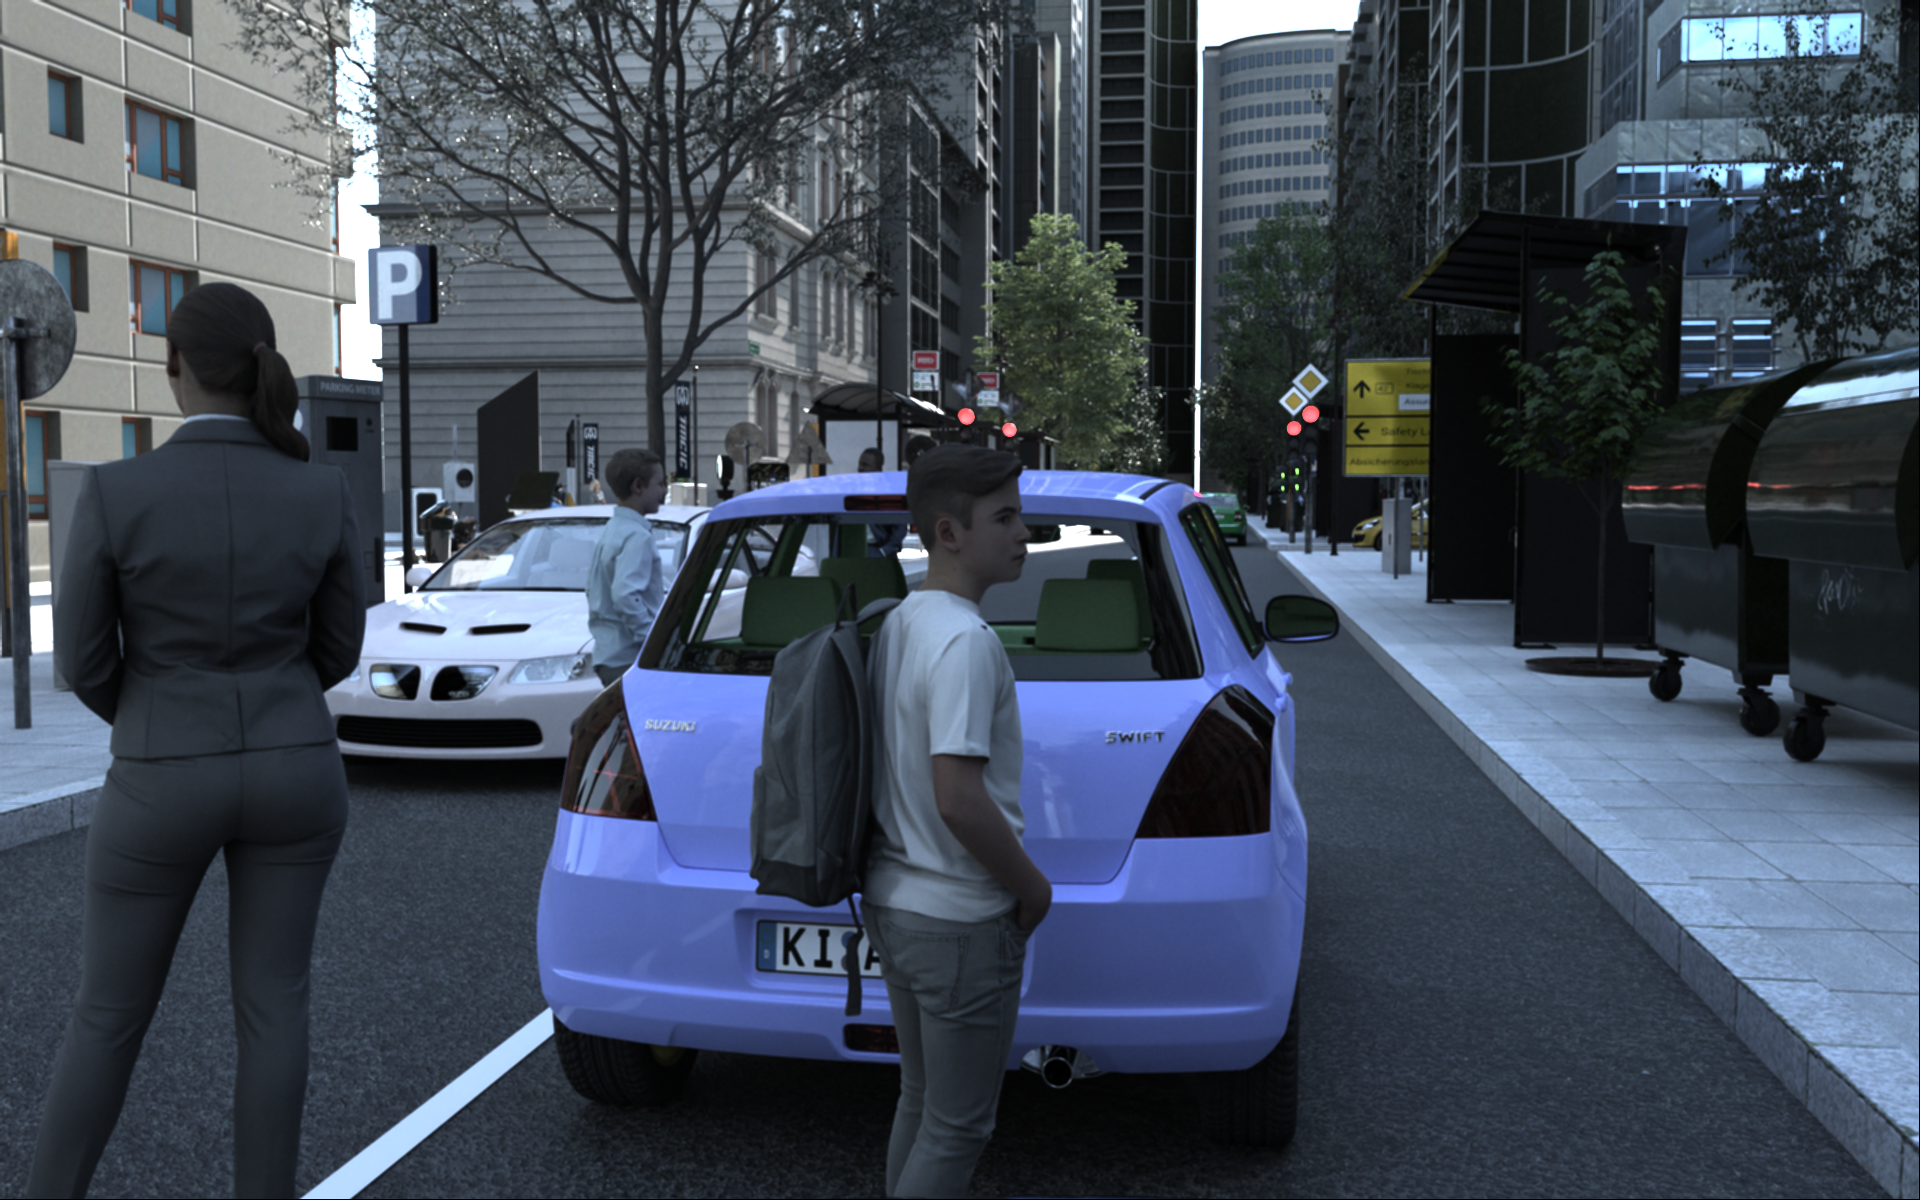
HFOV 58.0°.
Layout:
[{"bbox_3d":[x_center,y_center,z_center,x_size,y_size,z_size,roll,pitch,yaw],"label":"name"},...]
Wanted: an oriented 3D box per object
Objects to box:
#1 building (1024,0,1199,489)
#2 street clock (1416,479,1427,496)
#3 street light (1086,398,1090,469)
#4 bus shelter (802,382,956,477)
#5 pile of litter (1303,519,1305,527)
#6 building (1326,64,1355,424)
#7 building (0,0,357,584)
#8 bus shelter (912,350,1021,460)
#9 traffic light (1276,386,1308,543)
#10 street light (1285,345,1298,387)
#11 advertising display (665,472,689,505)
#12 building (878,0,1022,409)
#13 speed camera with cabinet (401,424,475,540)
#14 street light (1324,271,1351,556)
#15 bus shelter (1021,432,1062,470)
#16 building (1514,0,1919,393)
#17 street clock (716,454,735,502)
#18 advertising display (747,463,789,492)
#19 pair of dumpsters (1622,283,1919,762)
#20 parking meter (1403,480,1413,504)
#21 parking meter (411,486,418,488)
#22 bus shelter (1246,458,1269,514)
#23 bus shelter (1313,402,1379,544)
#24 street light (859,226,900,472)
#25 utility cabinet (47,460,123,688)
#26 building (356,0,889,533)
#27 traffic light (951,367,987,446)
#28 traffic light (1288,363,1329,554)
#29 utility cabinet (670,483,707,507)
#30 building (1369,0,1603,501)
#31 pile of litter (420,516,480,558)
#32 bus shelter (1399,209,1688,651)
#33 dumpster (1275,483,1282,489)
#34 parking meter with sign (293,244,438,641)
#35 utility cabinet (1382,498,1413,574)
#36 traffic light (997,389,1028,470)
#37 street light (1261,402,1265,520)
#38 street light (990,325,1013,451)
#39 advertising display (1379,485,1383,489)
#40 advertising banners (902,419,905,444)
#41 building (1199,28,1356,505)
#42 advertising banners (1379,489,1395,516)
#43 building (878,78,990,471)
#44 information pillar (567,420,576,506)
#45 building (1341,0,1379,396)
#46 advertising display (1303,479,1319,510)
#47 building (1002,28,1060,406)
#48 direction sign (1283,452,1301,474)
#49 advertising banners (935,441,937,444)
[{"bbox_3d":[19.830,-47.872,220.957,20.611,71.187,20.563,1,4,8],"label":"building"},{"bbox_3d":[21.868,-4.745,82.153,0.471,2.002,0.358,0,4,1],"label":"street clock"},{"bbox_3d":[5.935,-6.589,80.521,0.468,5.910,1.993,1,4,8],"label":"street light"},{"bbox_3d":[-1.474,-2.461,34.154,2.014,3.302,5.546,1,4,8],"label":"bus shelter"},{"bbox_3d":[13.183,-3.254,67.168,1.719,0.858,1.176,0,4,1],"label":"pile of litter"},{"bbox_3d":[44.951,-32.213,176.798,14.600,45.320,14.200,1,4,8],"label":"building"},{"bbox_3d":[-28.209,-10.841,22.288,28.899,21.520,27.650,1,4,8],"label":"building"},{"bbox_3d":[0.139,-4.483,50.930,2.179,5.291,8.768,1,4,8],"label":"bus shelter"},{"bbox_3d":[8.659,-3.438,45.130,0.839,4.253,0.868,1,4,8],"label":"traffic light"},{"bbox_3d":[10.326,-4.951,53.735,0.468,5.910,1.993,1,4,8],"label":"street light"},{"bbox_3d":[-8.376,-2.783,50.711,0.974,1.923,0.123,-3,5,-40],"label":"advertising display"},{"bbox_3d":[2.243,-45.327,179.352,20.611,71.187,20.563,1,4,8],"label":"building"},{"bbox_3d":[-14.663,-3.323,48.667,0.660,3.252,2.038,3,5,40],"label":"speed camera with cabinet"},{"bbox_3d":[7.821,-3.868,36.030,0.468,5.910,1.993,1,4,8],"label":"street light"},{"bbox_3d":[2.017,-5.012,59.574,2.179,5.291,8.768,1,4,9],"label":"bus shelter"},{"bbox_3d":[35.937,-45.644,58.946,31.000,86.520,22.319,1,4,8],"label":"building"},{"bbox_3d":[-4.242,-1.637,31.327,0.358,2.002,0.471,-1,4,-20],"label":"street clock"},{"bbox_3d":[-3.959,-1.871,35.810,0.974,1.923,0.123,-3,5,-40],"label":"advertising display"},{"bbox_3d":[4.610,-0.374,8.607,1.574,2.255,4.437,1,4,8],"label":"pair of dumpsters"},{"bbox_3d":[18.075,-3.932,70.004,0.399,1.863,0.255,0,4,-8],"label":"parking meter"},{"bbox_3d":[-16.506,-2.693,52.439,0.372,1.533,0.369,0,3,0],"label":"parking meter"},{"bbox_3d":[19.420,-7.487,113.703,1.731,3.624,6.357,1,4,9],"label":"bus shelter"},{"bbox_3d":[10.404,-3.426,47.294,1.731,3.624,6.357,1,4,9],"label":"bus shelter"},{"bbox_3d":[-1.397,-3.504,30.082,0.468,5.910,1.993,1,4,8],"label":"street light"},{"bbox_3d":[-5.643,-0.190,11.779,0.318,1.500,1.173,1,4,10],"label":"utility cabinet"},{"bbox_3d":[-11.250,-17.099,66.955,14.401,28.519,23.554,1,4,8],"label":"building"},{"bbox_3d":[0.206,-3.019,38.287,0.839,4.253,0.868,1,4,8],"label":"traffic light"},{"bbox_3d":[7.491,-2.955,37.230,0.839,4.253,0.868,1,4,8],"label":"traffic light"},{"bbox_3d":[-5.635,-1.677,36.097,0.318,1.500,1.173,1,4,15],"label":"utility cabinet"},{"bbox_3d":[40.058,-42.203,128.272,20.563,71.187,20.611,1,4,8],"label":"building"},{"bbox_3d":[-9.905,-1.231,34.096,1.719,0.858,1.176,3,5,43],"label":"pile of litter"},{"bbox_3d":[5.571,-1.591,17.298,1.731,3.624,6.357,1,4,8],"label":"bus shelter"},{"bbox_3d":[21.220,-6.820,114.008,1.502,2.255,1.985,1,4,8],"label":"dumpster"},{"bbox_3d":[-4.235,-0.932,11.500,0.543,3.016,1.738,1,4,22],"label":"parking meter with sign"},{"bbox_3d":[7.082,-1.037,28.122,0.306,1.237,1.020,0,4,3],"label":"utility cabinet"},{"bbox_3d":[1.374,-3.503,46.187,0.839,4.253,0.868,1,4,8],"label":"traffic light"},{"bbox_3d":[15.160,-6.949,86.400,0.468,5.910,1.993,1,4,8],"label":"street light"},{"bbox_3d":[1.136,-4.565,47.422,0.468,5.910,1.993,1,4,8],"label":"street light"},{"bbox_3d":[28.498,-6.861,117.397,0.123,1.923,0.974,2,4,28],"label":"advertising display"},{"bbox_3d":[-2.055,-2.580,38.371,2.074,3.025,0.090,2,4,34],"label":"advertising banners"},{"bbox_3d":[44.489,-41.366,218.332,28.212,58.520,21.231,1,4,8],"label":"building"},{"bbox_3d":[12.560,-3.374,51.354,0.090,3.025,2.074,3,5,44],"label":"advertising banners"},{"bbox_3d":[-7.297,-16.814,93.977,14.314,24.678,30.058,1,4,8],"label":"building"},{"bbox_3d":[-12.174,-3.847,54.255,0.183,3.616,0.504,1,4,9],"label":"information pillar"},{"bbox_3d":[45.928,-32.675,153.845,23.786,49.044,30.456,1,4,8],"label":"building"},{"bbox_3d":[14.981,-4.214,74.108,0.974,1.923,0.123,-1,4,-22],"label":"advertising display"},{"bbox_3d":[0.999,-28.508,149.694,14.154,41.232,14.086,1,4,8],"label":"building"},{"bbox_3d":[16.703,-5.820,87.148,0.876,3.537,0.379,1,4,17],"label":"direction sign"},{"bbox_3d":[-1.495,-3.685,56.436,2.074,3.025,0.090,-3,5,-44],"label":"advertising banners"}]
